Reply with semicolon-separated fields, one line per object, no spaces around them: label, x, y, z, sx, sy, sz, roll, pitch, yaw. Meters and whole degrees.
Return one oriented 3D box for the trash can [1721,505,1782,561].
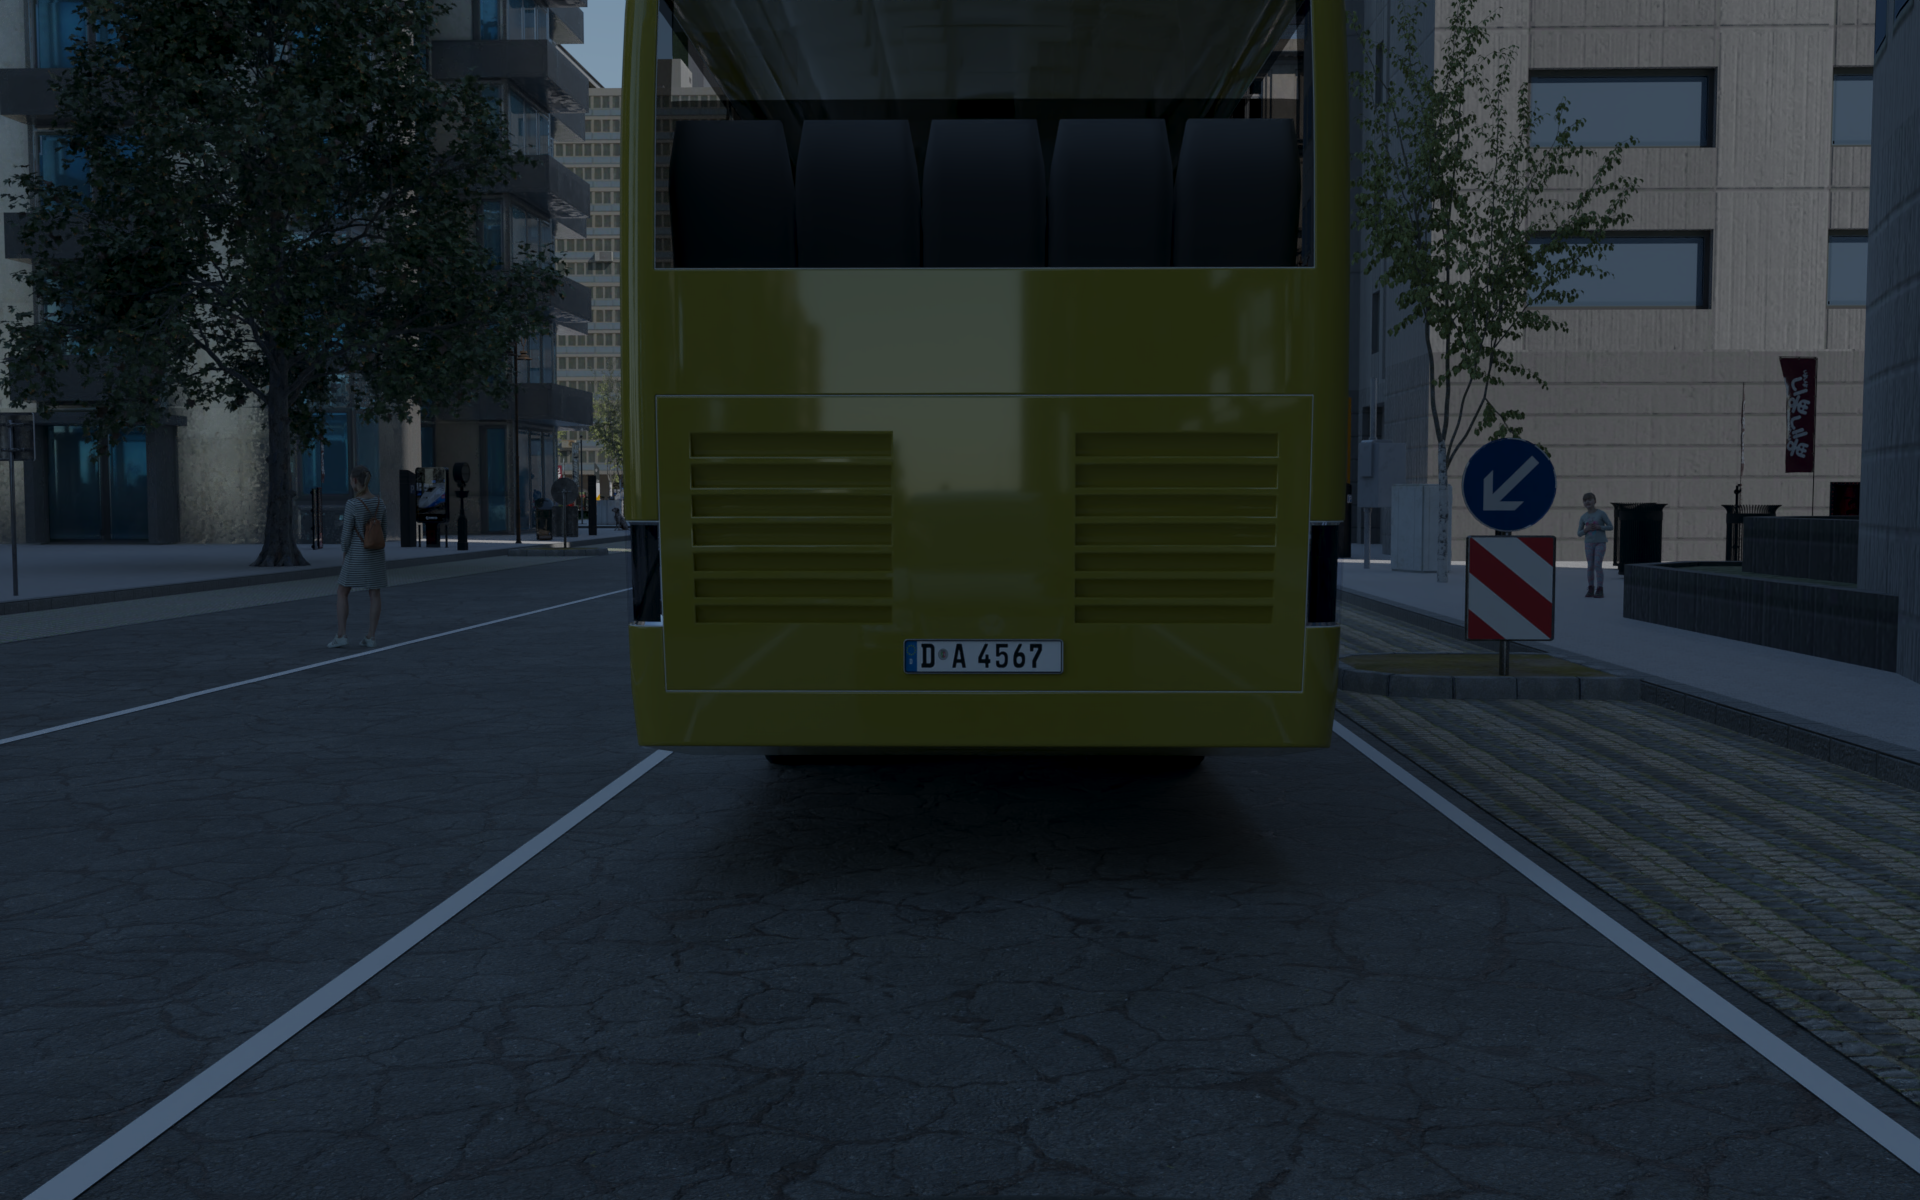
trash can;10.631;-0.712;23.302;0.748;1.137;0.748;0;3;0

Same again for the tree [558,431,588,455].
tree;-25.104;-9.258;101.728;4.737;8.622;4.395;0;3;0

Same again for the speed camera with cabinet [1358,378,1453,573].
speed camera with cabinet;7.438;-2.119;28.988;0.660;3.252;2.038;-1;4;-18

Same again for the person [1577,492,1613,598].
person;7.880;-0.684;21.498;0.425;1.301;0.394;1;4;23

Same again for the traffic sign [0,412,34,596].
traffic sign;-11.911;-1.202;21.787;0.606;2.300;0.079;1;4;9

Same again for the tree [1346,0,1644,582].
tree;7.122;-4.548;24.727;4.737;8.622;4.395;0;3;0

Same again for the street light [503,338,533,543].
street light;-11.480;-4.408;44.866;0.468;5.910;1.993;0;4;2

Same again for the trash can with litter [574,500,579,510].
trash can with litter;-27.775;-6.812;122.431;2.233;1.210;1.678;0;4;0

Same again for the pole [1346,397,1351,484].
pole;8.157;-2.615;36.603;0.158;3.312;0.155;0;3;0

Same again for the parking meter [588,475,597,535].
parking meter;-11.441;-2.948;53.911;0.255;1.863;0.399;-1;4;-11

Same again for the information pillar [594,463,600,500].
information pillar;-27.215;-8.467;129.791;0.183;3.616;0.504;2;4;31

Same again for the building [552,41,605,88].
building;-57.081;-37.854;208.151;27.495;52.752;28.713;0;4;2

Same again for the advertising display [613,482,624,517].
advertising display;-18.649;-5.516;95.404;0.974;1.923;0.123;1;4;21

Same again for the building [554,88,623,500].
building;-25.669;-28.573;159.052;32.217;40.220;23.993;0;4;2

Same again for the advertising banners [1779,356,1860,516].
advertising banners;11.426;-1.592;22.216;2.074;3.025;0.090;0;4;-7

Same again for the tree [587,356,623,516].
tree;-17.994;-8.659;91.941;4.360;8.622;3.978;0;3;0

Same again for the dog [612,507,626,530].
dog;-11.864;-2.862;61.173;0.800;0.831;0.513;0;4;-5

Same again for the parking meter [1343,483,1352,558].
parking meter;7.706;-1.621;34.921;0.372;1.533;0.369;0;3;0

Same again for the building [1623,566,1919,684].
building;16.150;-28.314;4.933;21.231;58.520;28.212;0;4;2

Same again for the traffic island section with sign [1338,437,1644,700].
traffic island section with sign;3.775;-0.264;12.941;1.989;1.847;2.006;0;4;2

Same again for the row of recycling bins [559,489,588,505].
row of recycling bins;-32.171;-8.370;143.961;3.534;1.692;1.069;3;5;39

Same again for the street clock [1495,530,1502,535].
street clock;9.418;-1.565;30.160;0.358;2.002;0.471;1;4;17

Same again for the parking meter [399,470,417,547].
parking meter;-13.334;-2.210;41.847;0.255;1.863;0.399;1;4;11

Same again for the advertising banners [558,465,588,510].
advertising banners;-23.628;-6.660;105.086;2.074;3.025;0.090;-2;4;-28

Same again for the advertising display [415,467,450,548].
advertising display;-12.635;-2.219;41.488;0.974;1.923;0.123;2;4;27

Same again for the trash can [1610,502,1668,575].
trash can;10.288;-0.889;26.182;0.748;1.137;0.748;0;3;0

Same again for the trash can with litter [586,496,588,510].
trash can with litter;-27.113;-6.963;125.230;0.624;1.170;1.055;0;4;-8

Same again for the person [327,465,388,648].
person;-5.586;-0.410;16.212;0.522;1.701;0.512;2;4;34

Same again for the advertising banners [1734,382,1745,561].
advertising banners;12.046;-1.869;26.753;0.090;3.025;2.074;2;4;26

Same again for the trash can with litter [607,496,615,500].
trash can with litter;-27.969;-7.840;139.238;1.678;1.210;2.233;-3;4;-37

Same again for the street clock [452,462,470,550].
street clock;-11.329;-2.130;39.404;0.358;2.002;0.471;0;4;8

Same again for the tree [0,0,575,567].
tree;-12.075;-6.953;30.695;9.611;12.733;9.660;0;3;0

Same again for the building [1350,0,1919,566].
building;19.863;-30.758;44.890;21.231;58.520;28.212;0;4;2

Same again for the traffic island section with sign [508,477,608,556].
traffic island section with sign;-9.321;-1.947;40.469;1.989;1.847;2.006;0;4;2

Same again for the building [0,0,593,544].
building;-27.801;-26.514;53.105;30.456;49.044;23.786;0;4;2

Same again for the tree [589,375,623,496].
tree;-21.603;-9.651;108.157;4.737;8.622;4.395;0;3;0

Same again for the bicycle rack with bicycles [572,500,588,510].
bicycle rack with bicycles;-21.034;-5.296;99.966;2.925;0.926;2.852;1;4;17

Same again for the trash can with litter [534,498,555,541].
trash can with litter;-11.490;-2.248;48.140;0.624;1.170;1.055;-1;4;-18

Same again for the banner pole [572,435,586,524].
banner pole;-16.239;-5.117;73.674;0.863;3.779;0.401;3;5;39

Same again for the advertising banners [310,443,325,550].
advertising banners;-15.028;-2.714;40.569;0.090;3.025;2.074;-1;4;-12

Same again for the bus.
bus;0.176;-1.251;11.998;2.896;3.916;12.252;0;4;1

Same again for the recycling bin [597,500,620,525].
recycling bin;-14.637;-3.645;72.148;0.722;1.027;0.722;3;5;41

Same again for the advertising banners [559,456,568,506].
advertising banners;-18.224;-5.105;79.651;0.090;3.025;2.074;-1;4;-14

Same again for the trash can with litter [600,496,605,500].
trash can with litter;-27.535;-7.425;132.780;0.624;1.170;1.055;-1;4;-12
